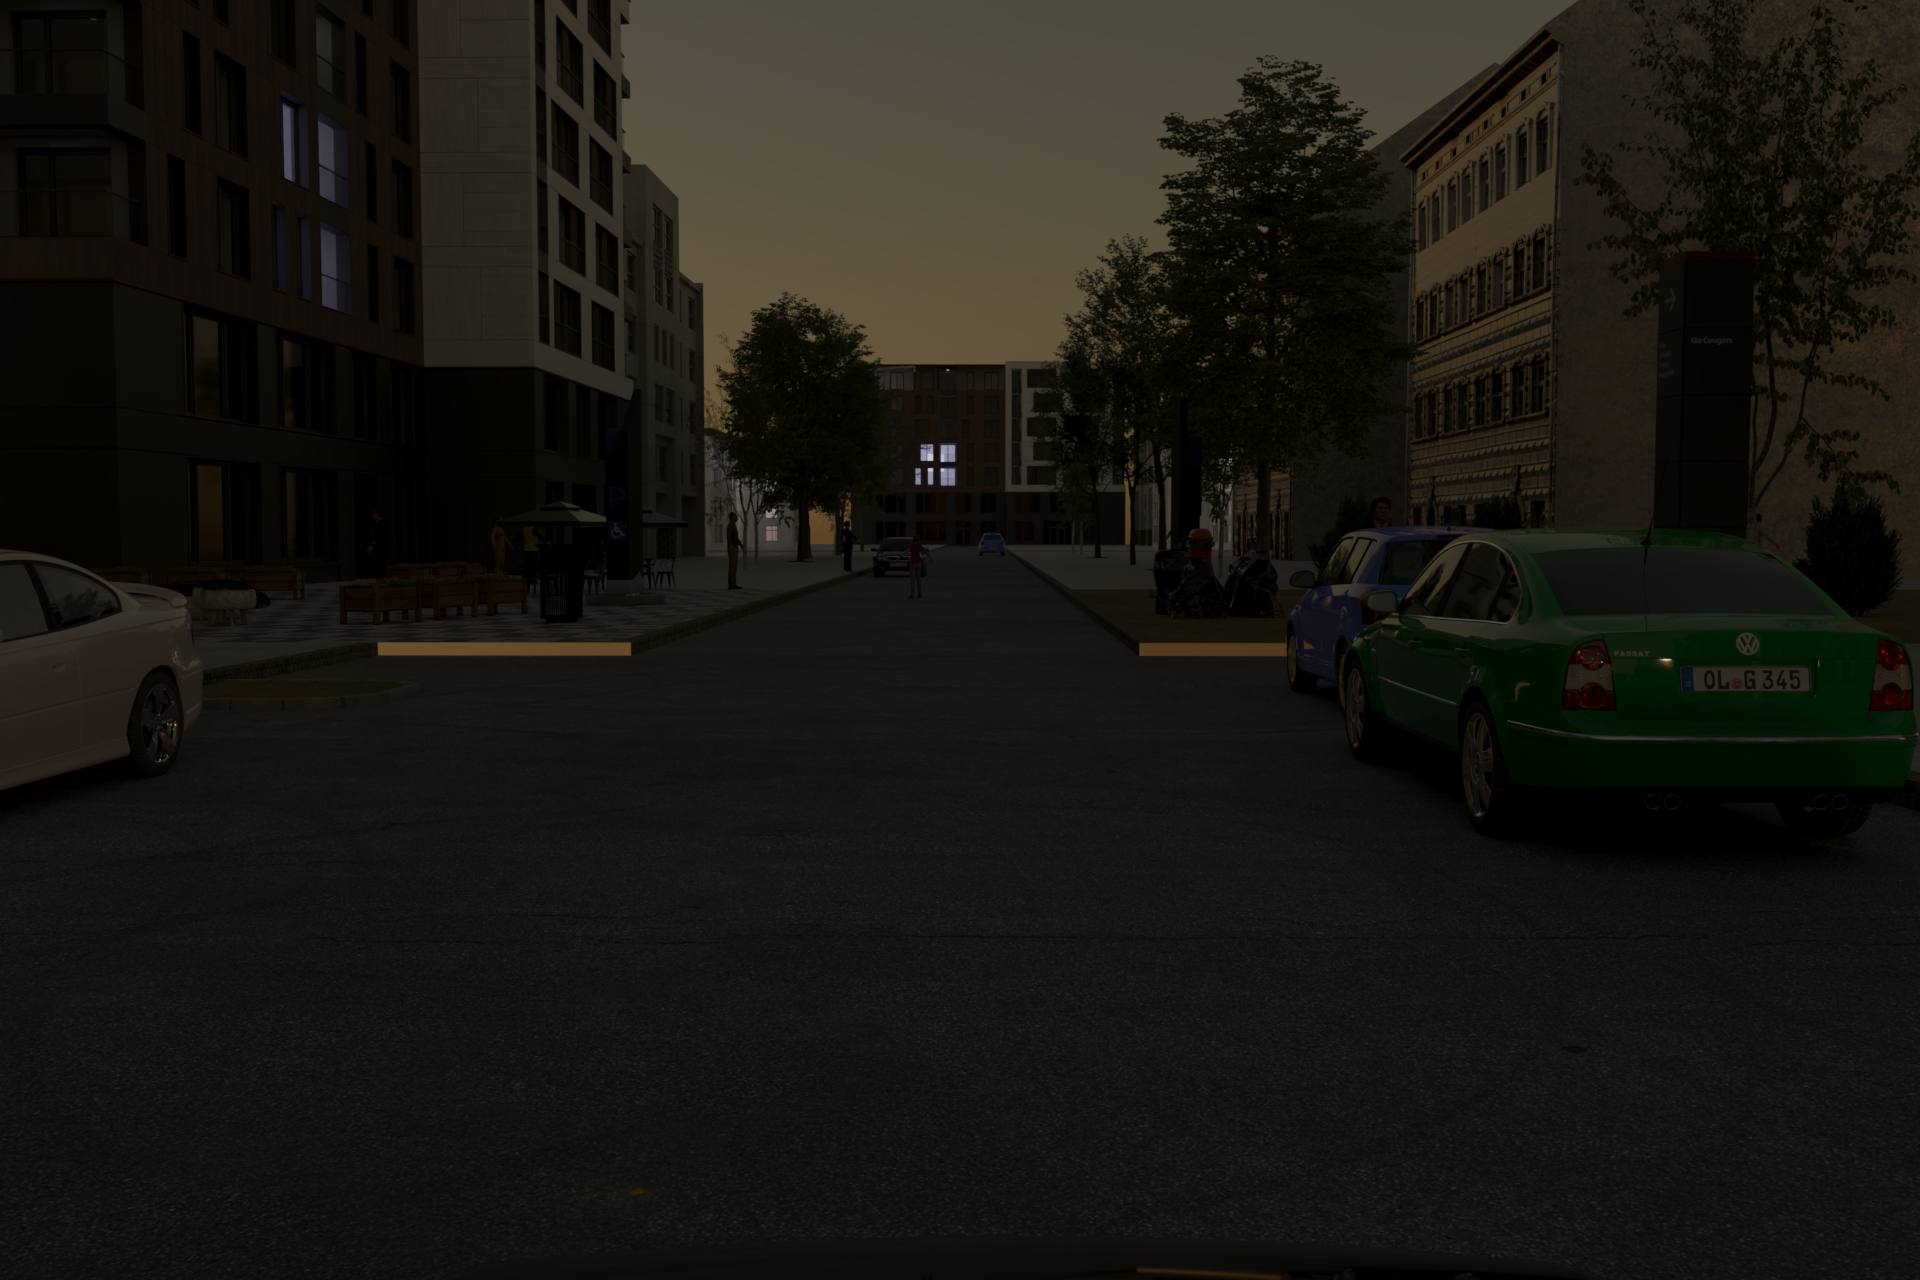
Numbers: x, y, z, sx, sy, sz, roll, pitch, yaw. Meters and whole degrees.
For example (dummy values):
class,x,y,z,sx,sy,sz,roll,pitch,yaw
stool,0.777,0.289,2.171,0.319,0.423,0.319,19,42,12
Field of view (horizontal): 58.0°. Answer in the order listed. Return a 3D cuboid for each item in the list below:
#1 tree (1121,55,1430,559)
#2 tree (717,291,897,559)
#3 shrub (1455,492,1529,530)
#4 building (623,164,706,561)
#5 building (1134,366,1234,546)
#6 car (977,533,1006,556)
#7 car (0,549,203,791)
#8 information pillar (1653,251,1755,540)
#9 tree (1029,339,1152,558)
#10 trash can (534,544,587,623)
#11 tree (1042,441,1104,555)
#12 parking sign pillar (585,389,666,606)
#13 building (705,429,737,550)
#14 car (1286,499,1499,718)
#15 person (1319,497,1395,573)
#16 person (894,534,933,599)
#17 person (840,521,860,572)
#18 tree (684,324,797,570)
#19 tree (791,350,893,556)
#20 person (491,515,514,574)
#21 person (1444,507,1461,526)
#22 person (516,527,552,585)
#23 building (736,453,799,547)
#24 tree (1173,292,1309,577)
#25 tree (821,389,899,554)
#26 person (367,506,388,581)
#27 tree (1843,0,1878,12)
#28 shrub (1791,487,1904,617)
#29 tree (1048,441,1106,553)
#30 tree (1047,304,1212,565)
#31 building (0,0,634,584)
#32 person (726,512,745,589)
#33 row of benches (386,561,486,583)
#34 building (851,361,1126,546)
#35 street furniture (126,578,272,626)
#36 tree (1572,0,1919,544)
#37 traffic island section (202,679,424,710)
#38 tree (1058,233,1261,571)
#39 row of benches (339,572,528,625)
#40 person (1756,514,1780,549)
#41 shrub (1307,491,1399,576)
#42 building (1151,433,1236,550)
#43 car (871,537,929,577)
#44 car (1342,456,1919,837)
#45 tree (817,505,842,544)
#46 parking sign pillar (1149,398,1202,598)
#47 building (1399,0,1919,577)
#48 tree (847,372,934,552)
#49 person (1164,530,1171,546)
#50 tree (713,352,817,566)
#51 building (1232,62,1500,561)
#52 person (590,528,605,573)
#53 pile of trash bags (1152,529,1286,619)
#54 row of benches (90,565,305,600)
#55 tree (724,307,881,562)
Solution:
class,x,y,z,sx,sy,sz,roll,pitch,yaw
tree,7.630,-7.543,41.460,7.486,12.596,7.792,0,3,0
tree,-8.101,-11.254,90.664,9.857,13.997,8.962,0,3,0
shrub,9.596,-1.615,30.832,1.690,2.028,1.600,0,3,0
building,-23.376,-13.270,83.420,16.747,18.905,31.486,0,4,1
building,28.974,-19.838,190.807,16.747,18.905,31.486,0,4,0
car,2.104,-6.417,114.511,1.945,1.707,3.694,0,4,0
car,-5.653,0.211,8.913,2.083,1.381,4.827,0,4,0
information pillar,6.935,-1.641,16.209,0.750,3.857,0.750,0,4,1
tree,7.214,-10.178,92.169,9.928,11.665,9.643,0,3,0
trash can,-5.792,-0.826,25.154,0.748,1.137,0.748,0,3,0
tree,7.369,-9.605,107.398,4.737,8.622,4.395,0,3,0
parking sign pillar,-6.125,-2.639,31.612,1.447,3.967,1.447,0,4,1
building,-23.844,-12.761,150.794,9.099,9.664,28.070,0,4,1
car,3.825,-0.310,14.653,1.945,1.707,3.694,0,4,1
person,4.236,-0.538,17.438,1.347,1.806,0.705,0,4,2
person,-1.019,-1.638,38.511,0.991,1.433,0.599,-2,4,-32
person,-3.743,-3.188,58.845,0.721,1.740,1.216,-2,4,-35
tree,-7.529,-6.745,60.637,4.360,8.622,3.978,0,3,0
tree,-7.692,-11.294,102.780,7.486,12.596,7.792,0,3,0
person,-11.005,-2.131,41.645,0.721,1.733,1.217,0,4,5
person,9.769,-1.719,34.237,1.348,1.813,0.705,0,4,-1
person,-10.856,-2.299,44.051,1.216,1.772,0.721,2,4,30
building,-20.351,-14.631,181.367,9.099,9.664,28.070,0,4,1
tree,7.949,-6.162,51.107,4.737,8.622,4.395,0,3,0
tree,-7.773,-11.412,112.339,9.928,11.665,9.643,0,3,0
person,-11.736,-1.775,34.950,0.705,1.837,1.347,-1,4,-10
tree,24.228,-10.881,33.794,12.611,20.169,13.585,0,3,0
shrub,13.869,-1.411,27.115,1.661,2.075,1.752,0,3,0
tree,7.503,-10.172,116.668,4.360,8.622,3.978,0,3,0
tree,6.865,-8.367,71.217,7.601,10.594,8.767,-2,4,-33
building,-27.006,-12.660,50.967,27.936,21.610,32.646,0,4,2
person,-5.248,-2.079,40.266,0.705,1.796,1.348,0,4,4
row of benches,-11.605,-1.396,38.289,1.422,0.672,4.104,0,4,8
building,3.117,-22.691,217.426,32.646,21.610,27.936,0,4,-1
street furniture,-13.726,-0.695,26.982,5.734,0.657,10.072,-2,4,-24
tree,9.543,-4.304,20.731,4.737,8.622,4.395,0,3,0
traffic island section,-5.817,0.476,15.087,1.991,0.108,1.994,0,4,1
tree,7.003,-8.258,60.773,9.928,11.665,9.643,0,3,0
row of benches,-7.878,-0.669,26.405,1.422,0.672,4.104,1,4,18
person,20.436,-2.335,44.357,0.705,1.806,1.347,-1,4,-15
shrub,6.941,-1.578,30.226,1.690,2.028,1.600,0,3,0
building,22.932,-12.991,154.545,9.099,9.664,28.070,0,4,1
car,-2.024,-2.828,58.817,1.945,1.354,3.894,0,4,0
car,3.355,-0.047,9.568,1.959,1.807,4.718,0,4,0
tree,-16.025,-16.293,216.747,4.737,8.622,4.395,0,3,0
parking sign pillar,4.561,-2.850,35.063,1.447,3.967,1.447,0,4,-1
building,27.216,-14.042,60.523,19.493,23.208,18.063,0,4,1
tree,-7.045,-13.202,126.214,12.009,13.543,11.850,0,3,0
person,6.895,-2.957,54.481,1.347,1.817,0.704,-2,4,-32
tree,-8.129,-7.325,70.134,4.737,8.622,4.395,0,3,0
building,24.980,-15.865,90.315,19.493,23.208,18.063,0,4,0
person,-11.870,-3.103,56.873,0.704,1.812,1.346,-2,4,-27
pile of trash bags,4.044,-1.108,27.872,1.912,1.369,3.447,0,4,-1
row of benches,-14.794,-1.118,33.742,4.104,0.672,1.422,0,4,-7
tree,-7.147,-9.368,78.920,9.928,11.665,9.643,0,3,0
